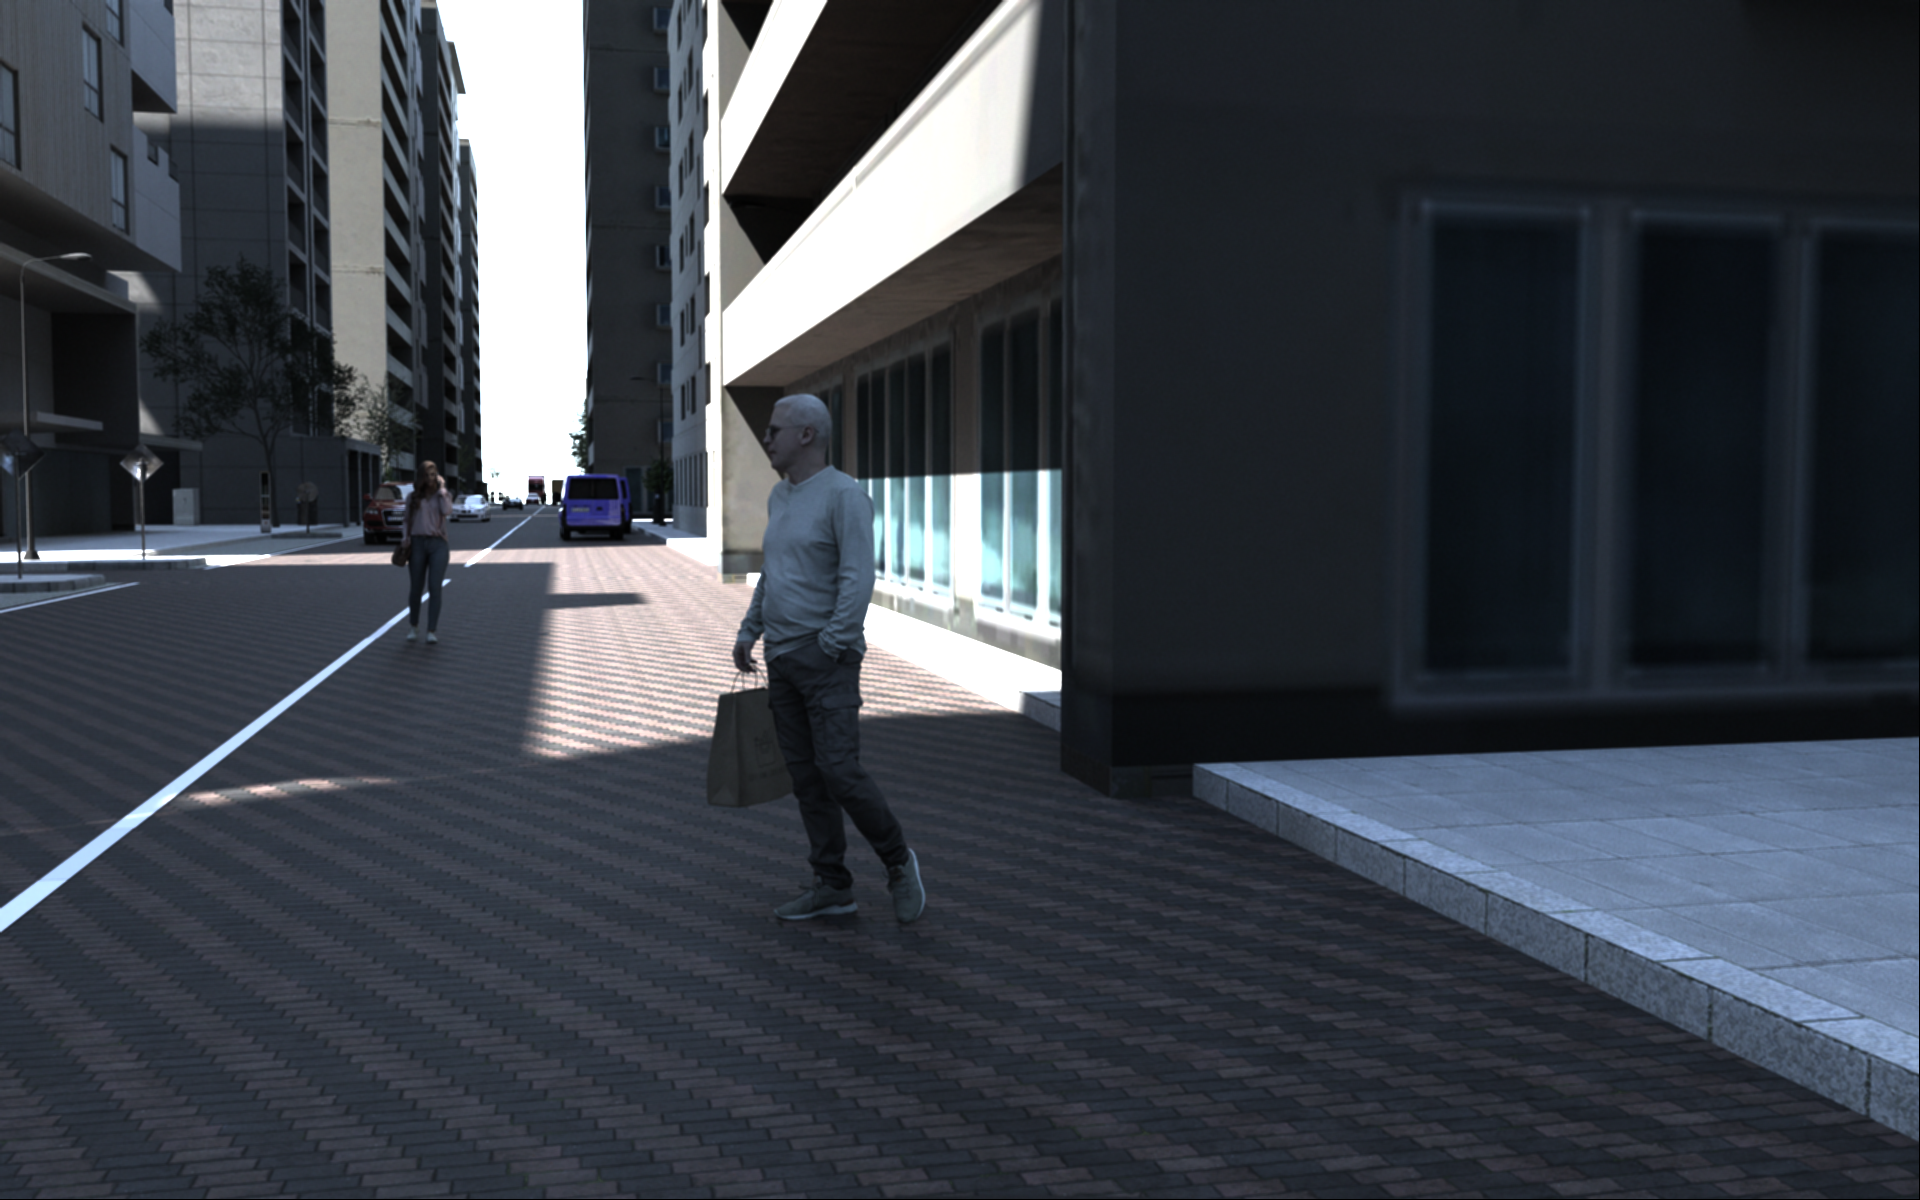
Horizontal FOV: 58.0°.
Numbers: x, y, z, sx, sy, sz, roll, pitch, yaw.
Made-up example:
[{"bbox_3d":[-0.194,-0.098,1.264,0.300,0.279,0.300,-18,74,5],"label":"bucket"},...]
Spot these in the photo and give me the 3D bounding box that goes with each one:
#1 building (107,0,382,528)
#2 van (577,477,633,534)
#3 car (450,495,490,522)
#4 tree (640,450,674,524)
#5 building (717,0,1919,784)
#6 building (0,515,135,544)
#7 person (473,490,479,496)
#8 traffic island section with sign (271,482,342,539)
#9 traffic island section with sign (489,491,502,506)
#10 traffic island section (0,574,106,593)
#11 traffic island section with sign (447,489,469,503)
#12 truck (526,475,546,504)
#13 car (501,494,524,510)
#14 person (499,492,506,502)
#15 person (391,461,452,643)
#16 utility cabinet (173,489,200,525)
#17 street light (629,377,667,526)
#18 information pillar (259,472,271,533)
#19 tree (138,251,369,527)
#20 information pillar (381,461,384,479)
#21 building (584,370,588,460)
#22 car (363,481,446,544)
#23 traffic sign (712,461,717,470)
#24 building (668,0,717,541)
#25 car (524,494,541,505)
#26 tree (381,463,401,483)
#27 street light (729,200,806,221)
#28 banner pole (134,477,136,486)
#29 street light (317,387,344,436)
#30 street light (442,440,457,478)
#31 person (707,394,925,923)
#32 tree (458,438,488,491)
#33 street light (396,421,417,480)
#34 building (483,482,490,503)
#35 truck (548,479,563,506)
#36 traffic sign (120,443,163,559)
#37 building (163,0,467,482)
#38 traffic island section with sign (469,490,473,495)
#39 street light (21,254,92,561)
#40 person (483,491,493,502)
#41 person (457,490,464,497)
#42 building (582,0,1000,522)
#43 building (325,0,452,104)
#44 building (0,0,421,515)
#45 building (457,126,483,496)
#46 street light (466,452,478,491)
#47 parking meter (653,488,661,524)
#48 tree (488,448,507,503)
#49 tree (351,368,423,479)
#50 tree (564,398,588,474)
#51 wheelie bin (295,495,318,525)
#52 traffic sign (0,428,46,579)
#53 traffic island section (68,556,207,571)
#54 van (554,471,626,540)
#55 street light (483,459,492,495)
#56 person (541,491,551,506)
[{"bbox_3d":[-38.282,-39.199,79.155,20.563,71.187,20.611,-1,4,-13],"label":"building"},{"bbox_3d":[-13.288,-3.670,64.382,2.240,2.365,5.245,-1,4,-14],"label":"van"},{"bbox_3d":[-25.578,-4.774,90.419,2.083,1.381,4.827,-1,4,-12],"label":"car"},{"bbox_3d":[-13.146,-4.955,75.608,1.663,3.219,1.824,0,3,0],"label":"tree"},{"bbox_3d":[8.737,-24.193,19.254,21.300,48.544,21.600,-1,4,-13],"label":"building"},{"bbox_3d":[-36.586,-27.765,43.195,28.713,52.752,27.495,-1,4,-13],"label":"building"},{"bbox_3d":[-44.742,-9.283,160.234,0.705,1.831,1.348,2,4,34],"label":"person"},{"bbox_3d":[-21.199,-2.915,56.292,1.989,1.847,2.006,-1,4,-13],"label":"traffic island section with sign"},{"bbox_3d":[-57.022,-12.414,211.599,1.989,1.847,2.006,-1,4,-13],"label":"traffic island section with sign"},{"bbox_3d":[-14.247,-0.241,26.216,2.009,0.180,2.903,-1,4,-13],"label":"traffic island section"},{"bbox_3d":[-38.440,-7.486,131.022,1.989,1.847,2.006,-1,4,-13],"label":"traffic island section with sign"},{"bbox_3d":[-62.060,-16.202,253.819,2.839,4.237,11.283,-1,4,-12],"label":"truck"},{"bbox_3d":[-40.586,-9.015,157.187,2.009,1.686,4.222,-1,4,-13],"label":"car"},{"bbox_3d":[-62.034,-13.826,235.371,1.217,1.723,0.721,0,4,5],"label":"person"},{"bbox_3d":[-5.225,-0.477,16.881,0.593,1.750,0.643,-1,4,-10],"label":"person"},{"bbox_3d":[-31.276,-3.750,69.984,1.173,1.500,0.318,2,4,26],"label":"utility cabinet"},{"bbox_3d":[-12.381,-5.887,68.795,1.470,5.913,1.316,-1,4,-13],"label":"street light"},{"bbox_3d":[-22.855,-3.209,56.959,0.304,2.012,0.304,-2,4,-26],"label":"information pillar"},{"bbox_3d":[-26.665,-8.090,66.688,7.601,10.594,8.767,2,4,33],"label":"tree"},{"bbox_3d":[-34.951,-6.914,104.400,0.504,3.616,0.183,1,4,18],"label":"information pillar"},{"bbox_3d":[-40.777,-25.036,254.369,27.650,21.520,28.899,-1,4,-13],"label":"building"},{"bbox_3d":[-16.399,-2.606,51.279,2.281,1.827,5.304,-1,4,-13],"label":"car"},{"bbox_3d":[-4.815,-2.009,36.494,0.795,2.450,0.064,-1,4,-13],"label":"traffic sign"},{"bbox_3d":[6.339,-12.812,54.509,28.899,21.520,27.650,-1,4,-13],"label":"building"},{"bbox_3d":[-55.103,-13.102,223.259,2.155,1.783,4.494,-1,4,-12],"label":"car"},{"bbox_3d":[-35.004,-6.816,106.047,1.663,3.219,1.824,0,3,0],"label":"tree"},{"bbox_3d":[-2.952,-3.370,27.637,1.470,5.913,1.316,-1,4,-13],"label":"street light"},{"bbox_3d":[-32.838,-4.811,68.669,0.401,3.779,0.863,0,4,-2],"label":"banner pole"},{"bbox_3d":[-27.012,-6.235,74.478,1.470,5.913,1.316,-1,4,-13],"label":"street light"},{"bbox_3d":[-44.085,-10.818,149.416,1.470,5.913,1.316,-1,4,-13],"label":"street light"},{"bbox_3d":[-0.514,0.187,5.937,0.515,1.767,0.782,-3,5,-40],"label":"person"},{"bbox_3d":[-53.131,-14.146,181.643,4.737,8.622,4.395,0,3,0],"label":"tree"},{"bbox_3d":[-34.739,-8.327,108.691,1.470,5.913,1.316,-1,4,-13],"label":"street light"},{"bbox_3d":[-83.402,-33.739,243.516,32.217,40.220,23.993,-1,4,-13],"label":"building"},{"bbox_3d":[-50.303,-13.628,218.747,3.469,3.379,9.791,-1,4,-13],"label":"truck"},{"bbox_3d":[-16.021,-1.853,33.940,0.795,2.450,0.064,-1,4,-13],"label":"traffic sign"},{"bbox_3d":[-71.277,-37.193,197.341,28.713,52.752,27.495,-1,4,-13],"label":"building"},{"bbox_3d":[-44.608,-9.122,157.773,1.989,1.847,2.006,-1,4,-13],"label":"traffic island section with sign"},{"bbox_3d":[-17.458,-3.728,33.495,1.470,5.913,1.316,-1,4,-13],"label":"street light"},{"bbox_3d":[-49.118,-10.475,179.897,1.348,1.807,0.705,-3,5,-41],"label":"person"},{"bbox_3d":[-36.312,-7.145,125.996,0.551,1.740,0.621,-2,4,-24],"label":"person"},{"bbox_3d":[-10.824,-29.161,100.489,21.300,48.544,21.600,-1,4,-13],"label":"building"},{"bbox_3d":[-58.913,-32.915,161.854,21.300,48.544,21.600,-1,4,-13],"label":"building"},{"bbox_3d":[-57.166,-33.501,136.978,28.713,52.752,27.495,-1,4,-13],"label":"building"},{"bbox_3d":[-73.067,-36.605,222.200,21.300,48.544,21.600,-1,4,-13],"label":"building"},{"bbox_3d":[-53.407,-13.256,189.280,1.470,5.913,1.316,-1,4,-13],"label":"street light"},{"bbox_3d":[-12.941,-4.013,74.024,0.372,1.533,0.369,0,3,0],"label":"parking meter"},{"bbox_3d":[-70.572,-19.083,262.368,4.737,8.622,4.395,0,3,0],"label":"tree"},{"bbox_3d":[-33.550,-9.204,100.847,4.360,8.622,3.978,0,3,0],"label":"tree"},{"bbox_3d":[-40.177,-16.705,191.255,7.486,12.596,7.792,0,3,0],"label":"tree"},{"bbox_3d":[-26.729,-3.858,70.982,0.693,1.594,0.980,1,4,18],"label":"wheelie bin"},{"bbox_3d":[-14.226,-1.377,26.159,0.795,2.450,0.064,-1,4,-13],"label":"traffic sign"},{"bbox_3d":[-16.042,-0.717,33.997,2.009,0.180,2.903,-1,4,-13],"label":"traffic island section"},{"bbox_3d":[-11.852,-3.129,55.538,2.240,2.365,5.245,-1,4,-14],"label":"van"},{"bbox_3d":[-62.770,-15.747,230.001,1.470,5.913,1.316,-1,4,-13],"label":"street light"},{"bbox_3d":[-49.787,-12.214,208.204,1.348,1.822,0.705,1,4,18],"label":"person"}]
